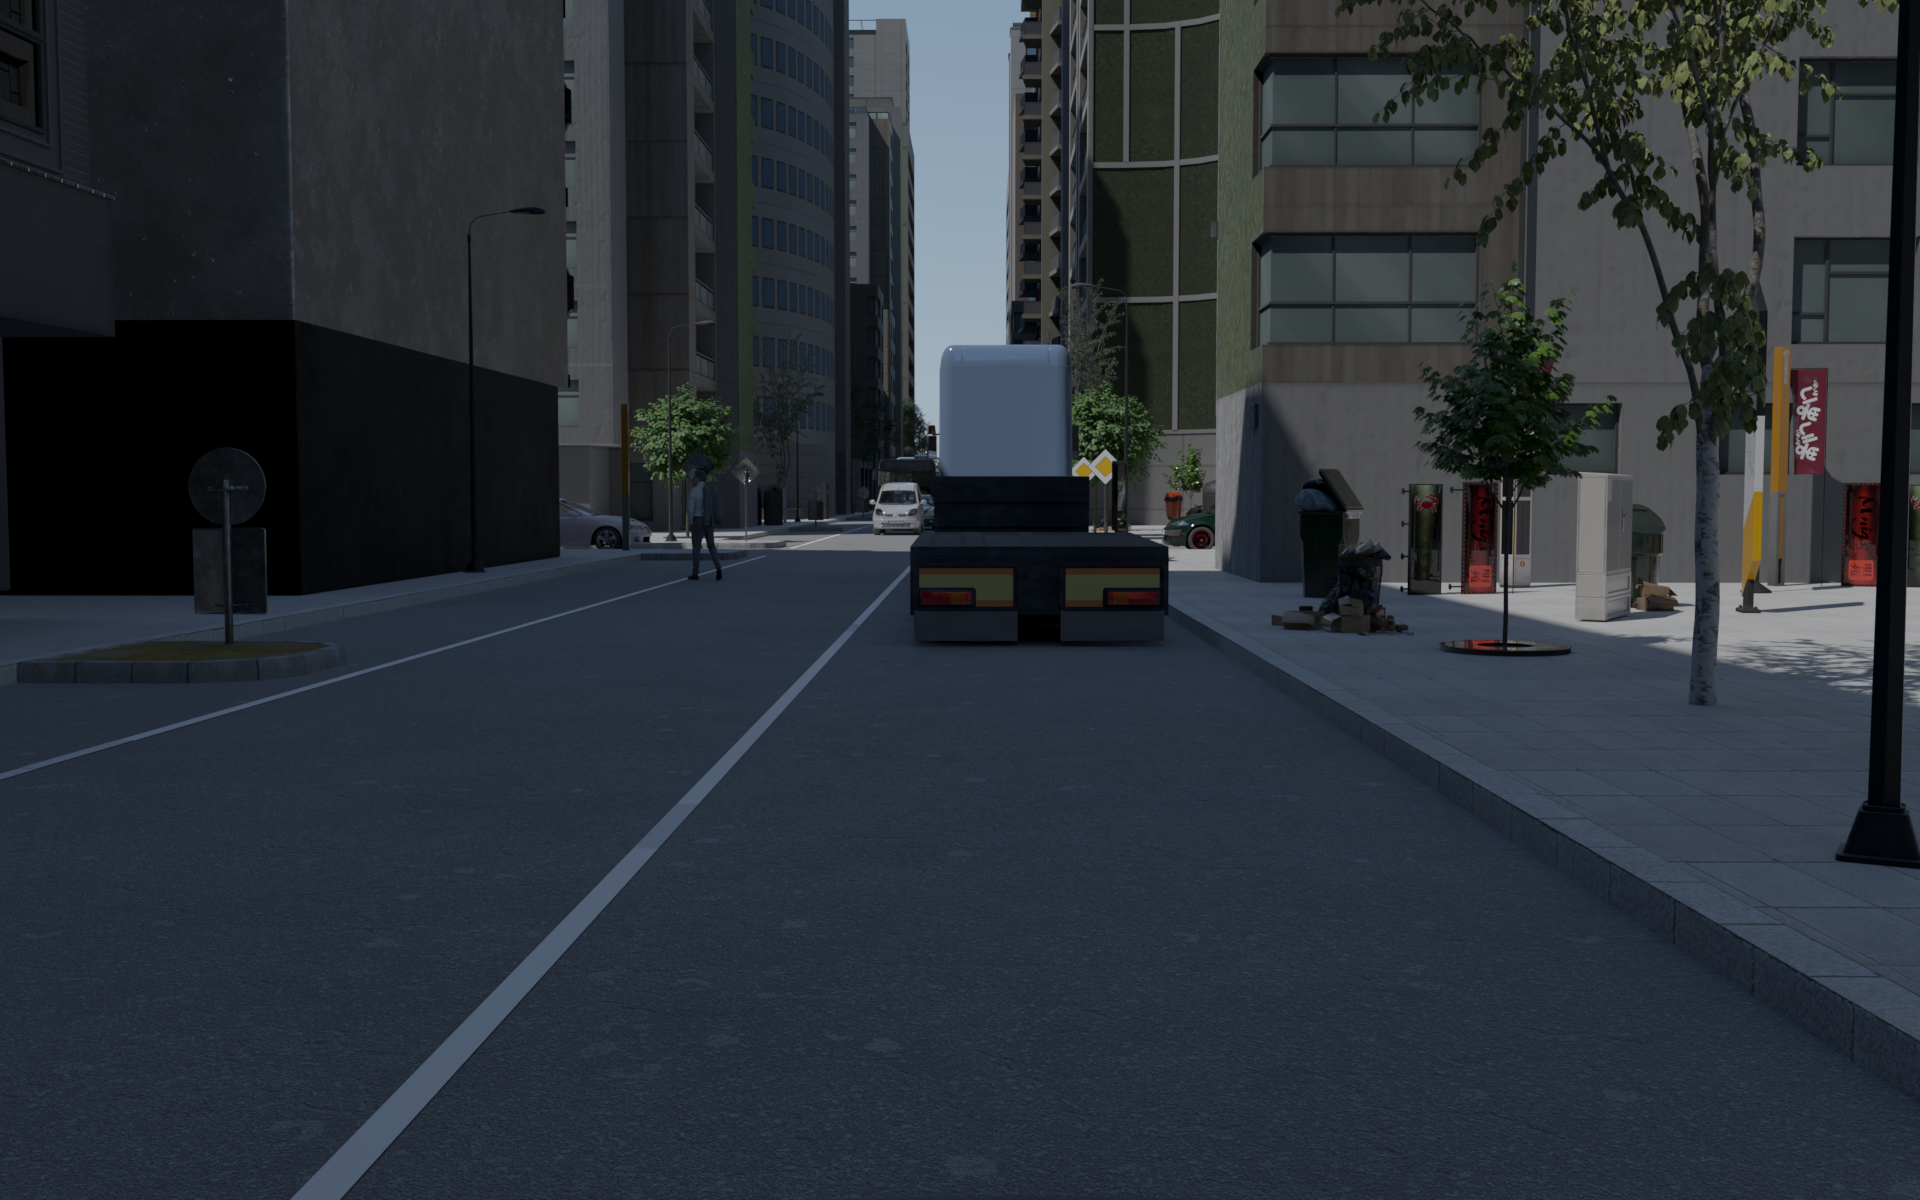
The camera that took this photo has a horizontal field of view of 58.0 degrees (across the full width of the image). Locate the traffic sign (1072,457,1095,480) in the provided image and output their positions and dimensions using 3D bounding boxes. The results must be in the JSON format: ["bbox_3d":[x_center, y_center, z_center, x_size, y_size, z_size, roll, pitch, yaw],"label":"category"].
[{"bbox_3d":[3.324,-2.626,46.577,0.795,2.450,0.064,0,4,1],"label":"traffic sign"}]

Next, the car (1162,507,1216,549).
[{"bbox_3d":[7.129,-2.029,42.953,4.222,1.686,2.009,0,4,2],"label":"car"}]

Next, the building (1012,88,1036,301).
[{"bbox_3d":[12.791,-33.025,190.067,14.600,45.320,14.200,0,4,1],"label":"building"}]

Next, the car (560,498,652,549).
[{"bbox_3d":[-10.197,-1.911,43.608,4.827,1.381,2.083,0,4,-1],"label":"car"}]

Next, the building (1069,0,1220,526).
[{"bbox_3d":[13.208,-38.827,73.080,20.563,71.187,20.611,0,4,1],"label":"building"}]

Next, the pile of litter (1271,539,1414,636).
[{"bbox_3d":[3.614,-0.151,16.429,1.176,0.858,1.719,0,4,-6],"label":"pile of litter"}]

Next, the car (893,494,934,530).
[{"bbox_3d":[-1.785,-3.548,69.816,2.131,1.459,4.920,0,4,-1],"label":"car"}]

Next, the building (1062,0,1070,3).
[{"bbox_3d":[16.700,-34.482,105.781,21.231,58.520,28.212,0,4,1],"label":"building"}]

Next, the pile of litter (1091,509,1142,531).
[{"bbox_3d":[5.446,-2.823,60.122,1.719,0.858,1.176,1,4,15],"label":"pile of litter"}]

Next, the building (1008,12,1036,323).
[{"bbox_3d":[16.641,-41.425,219.297,21.231,58.520,28.212,0,4,1],"label":"building"}]

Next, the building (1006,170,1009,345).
[{"bbox_3d":[17.317,-37.992,244.877,21.300,48.544,21.600,0,4,1],"label":"building"}]

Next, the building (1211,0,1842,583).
[{"bbox_3d":[11.432,-15.853,30.905,14.160,30.474,14.107,0,4,1],"label":"building"}]

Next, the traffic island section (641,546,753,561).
[{"bbox_3d":[-5.882,-1.009,38.776,2.009,0.180,2.903,0,4,1],"label":"traffic island section"}]

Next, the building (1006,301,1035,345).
[{"bbox_3d":[18.585,-19.828,169.219,27.650,21.520,28.899,0,4,1],"label":"building"}]

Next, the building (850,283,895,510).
[{"bbox_3d":[-20.408,-19.088,157.120,27.650,21.520,28.899,0,4,1],"label":"building"}]

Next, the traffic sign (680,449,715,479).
[{"bbox_3d":[-5.858,-2.145,38.714,0.795,2.450,0.064,0,4,1],"label":"traffic sign"}]

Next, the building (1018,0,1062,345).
[{"bbox_3d":[15.887,-29.629,139.058,22.147,44.769,28.867,0,4,1],"label":"building"}]

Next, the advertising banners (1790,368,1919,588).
[{"bbox_3d":[12.495,-1.694,23.883,2.074,3.025,0.090,1,4,20],"label":"advertising banners"}]

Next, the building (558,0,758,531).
[{"bbox_3d":[-15.220,-23.114,61.514,14.154,41.232,14.086,0,4,1],"label":"building"}]

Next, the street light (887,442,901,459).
[{"bbox_3d":[-5.984,-11.198,155.635,1.470,5.913,1.316,0,4,1],"label":"street light"}]

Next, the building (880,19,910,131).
[{"bbox_3d":[-15.855,-50.664,266.608,20.563,71.187,20.611,0,4,1],"label":"building"}]

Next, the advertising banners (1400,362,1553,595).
[{"bbox_3d":[6.615,-1.585,22.096,2.074,3.025,0.090,-1,4,-12],"label":"advertising banners"}]

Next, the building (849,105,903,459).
[{"bbox_3d":[-13.176,-30.232,177.891,14.154,41.232,14.086,0,4,1],"label":"building"}]

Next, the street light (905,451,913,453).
[{"bbox_3d":[-5.708,-13.178,188.005,1.470,5.913,1.316,0,4,1],"label":"street light"}]

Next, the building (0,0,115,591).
[{"bbox_3d":[-15.358,-12.944,5.148,14.314,27.812,24.014,0,4,1],"label":"building"}]

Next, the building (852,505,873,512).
[{"bbox_3d":[-17.179,-42.361,130.858,20.563,71.187,20.611,0,4,1],"label":"building"}]

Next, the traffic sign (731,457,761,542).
[{"bbox_3d":[-5.769,-2.633,46.699,0.795,2.450,0.064,0,4,1],"label":"traffic sign"}]

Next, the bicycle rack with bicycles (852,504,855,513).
[{"bbox_3d":[-8.034,-6.207,114.867,2.852,0.926,2.925,3,5,43],"label":"bicycle rack with bicycles"}]

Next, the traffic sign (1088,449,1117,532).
[{"bbox_3d":[3.235,-2.138,38.592,0.795,2.450,0.064,0,4,1],"label":"traffic sign"}]

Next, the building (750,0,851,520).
[{"bbox_3d":[-17.680,-33.887,96.056,21.231,58.520,28.212,0,4,1],"label":"building"}]

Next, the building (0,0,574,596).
[{"bbox_3d":[-16.563,-9.922,29.679,16.811,18.784,16.820,0,4,1],"label":"building"}]

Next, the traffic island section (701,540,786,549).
[{"bbox_3d":[-5.793,-1.497,46.761,2.009,0.180,2.903,0,4,1],"label":"traffic island section"}]

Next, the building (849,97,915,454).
[{"bbox_3d":[-16.676,-36.201,215.586,21.300,48.544,21.600,0,4,1],"label":"building"}]

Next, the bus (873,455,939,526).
[{"bbox_3d":[-2.225,-5.306,81.618,2.948,3.499,13.247,0,4,1],"label":"bus"}]
